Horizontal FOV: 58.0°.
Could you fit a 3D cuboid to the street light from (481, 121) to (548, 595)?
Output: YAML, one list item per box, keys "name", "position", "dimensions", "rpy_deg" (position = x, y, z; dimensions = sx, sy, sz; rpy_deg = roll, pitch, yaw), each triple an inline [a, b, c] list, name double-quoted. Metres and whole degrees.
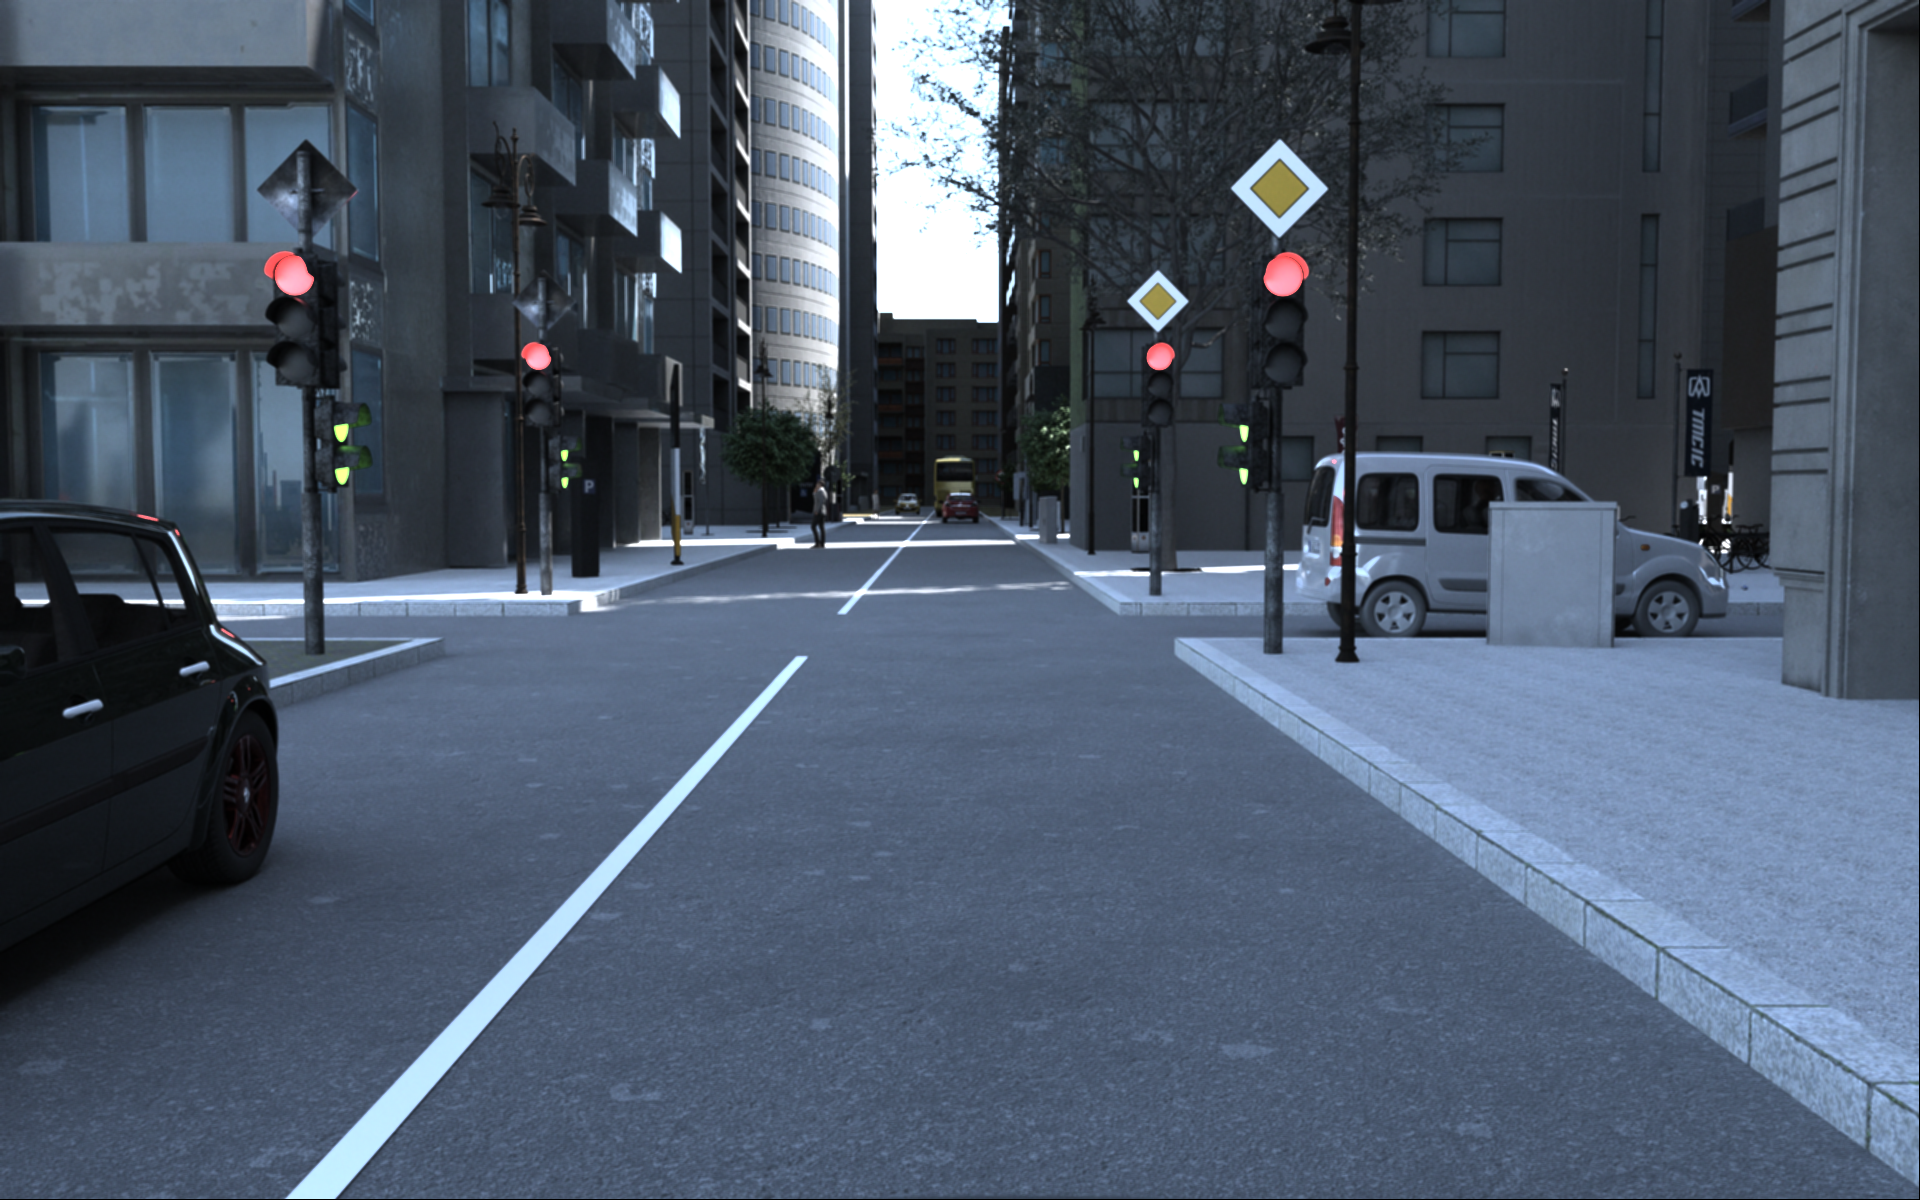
- name: "street light"
  position: [-5.614, -3.010, 22.001]
  dimensions: [0.468, 5.910, 1.993]
  rpy_deg: [0, 4, 0]

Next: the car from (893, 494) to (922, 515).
- name: "car"
  position: [-3.675, -6.829, 121.872]
  dimensions: [2.015, 1.641, 3.980]
  rpy_deg: [0, 4, -1]

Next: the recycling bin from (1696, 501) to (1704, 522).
- name: "recycling bin"
  position: [27.158, -3.177, 64.500]
  dimensions: [0.722, 1.027, 0.722]
  rpy_deg: [-2, 4, -28]

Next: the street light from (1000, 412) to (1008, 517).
- name: "street light"
  position: [2.435, -7.534, 95.975]
  dimensions: [0.468, 5.910, 1.993]
  rpy_deg: [0, 4, 0]

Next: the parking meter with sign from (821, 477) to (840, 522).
- name: "parking meter with sign"
  position: [-6.339, -5.064, 79.051]
  dimensions: [1.738, 3.016, 0.543]
  rpy_deg: [1, 4, 15]

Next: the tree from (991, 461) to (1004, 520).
- name: "tree"
  position: [2.379, -5.633, 86.707]
  dimensions: [1.663, 3.219, 1.824]
  rpy_deg: [0, 3, 0]

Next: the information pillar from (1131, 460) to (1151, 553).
- name: "information pillar"
  position: [3.917, -2.022, 37.546]
  dimensions: [0.304, 2.012, 0.304]
  rpy_deg: [-1, 4, -23]

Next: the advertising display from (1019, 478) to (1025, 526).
- name: "advertising display"
  position: [2.463, -3.896, 68.907]
  dimensions: [0.123, 1.923, 0.974]
  rpy_deg: [0, 4, 7]

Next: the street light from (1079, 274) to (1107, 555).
- name: "street light"
  position: [2.789, -3.900, 36.557]
  dimensions: [0.468, 5.910, 1.993]
  rpy_deg: [0, 4, 0]

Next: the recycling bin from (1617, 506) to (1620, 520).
- name: "recycling bin"
  position: [34.224, -4.694, 89.305]
  dimensions: [0.722, 1.027, 0.722]
  rpy_deg: [1, 4, 12]

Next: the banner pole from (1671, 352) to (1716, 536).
- name: "banner pole"
  position: [12.862, -2.481, 30.576]
  dimensions: [0.863, 3.779, 0.401]
  rpy_deg: [0, 4, 1]

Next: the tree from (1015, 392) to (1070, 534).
- name: "tree"
  position: [3.400, -4.435, 56.233]
  dimensions: [4.285, 4.588, 4.351]
  rpy_deg: [0, 3, 0]

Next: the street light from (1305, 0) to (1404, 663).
- name: "street light"
  position: [2.966, -2.465, 13.088]
  dimensions: [0.468, 5.910, 1.993]
  rpy_deg: [0, 4, 0]

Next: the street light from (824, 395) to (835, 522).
- name: "street light"
  position: [-6.077, -6.609, 80.850]
  dimensions: [0.468, 5.910, 1.993]
  rpy_deg: [0, 4, 0]

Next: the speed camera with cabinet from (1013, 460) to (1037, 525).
- name: "speed camera with cabinet"
  position: [2.722, -4.771, 72.333]
  dimensions: [0.660, 3.252, 2.038]
  rpy_deg: [1, 4, 16]

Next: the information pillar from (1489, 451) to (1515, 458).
- name: "information pillar"
  position: [9.291, -1.545, 29.752]
  dimensions: [0.304, 2.012, 0.304]
  rpy_deg: [-2, 4, -35]

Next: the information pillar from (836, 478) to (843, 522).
- name: "information pillar"
  position: [-5.591, -4.633, 80.248]
  dimensions: [0.304, 2.012, 0.304]
  rpy_deg: [0, 4, -1]

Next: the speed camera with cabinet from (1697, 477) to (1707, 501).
- name: "speed camera with cabinet"
  position: [35.293, -5.415, 82.877]
  dimensions: [0.660, 3.252, 2.038]
  rpy_deg: [2, 4, 30]

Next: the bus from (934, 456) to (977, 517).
- name: "bus"
  position: [-0.298, -7.336, 111.494]
  dimensions: [2.896, 3.916, 12.252]
  rpy_deg: [0, 4, 0]

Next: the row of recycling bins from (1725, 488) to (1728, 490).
- name: "row of recycling bins"
  position: [42.041, -5.234, 92.681]
  dimensions: [1.069, 1.692, 3.534]
  rpy_deg: [0, 4, -7]

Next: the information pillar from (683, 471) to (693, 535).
- name: "information pillar"
  position: [-8.620, -3.083, 54.905]
  dimensions: [0.304, 2.012, 0.304]
  rpy_deg: [-1, 4, -9]

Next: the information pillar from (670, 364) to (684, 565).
- name: "information pillar"
  position: [-5.165, -2.451, 31.429]
  dimensions: [0.183, 3.616, 0.504]
  rpy_deg: [-1, 4, -19]

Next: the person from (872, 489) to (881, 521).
- name: "person"
  position: [-4.525, -5.156, 93.555]
  dimensions: [0.466, 1.731, 0.760]
  rpy_deg: [0, 4, 6]

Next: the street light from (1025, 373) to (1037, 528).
- name: "street light"
  position: [2.707, -5.700, 65.982]
  dimensions: [0.468, 5.910, 1.993]
  rpy_deg: [0, 4, 0]

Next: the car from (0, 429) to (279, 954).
- name: "car"
  position: [-3.435, 0.293, 5.000]
  dimensions: [2.009, 1.686, 4.222]
  rpy_deg: [0, 4, -1]

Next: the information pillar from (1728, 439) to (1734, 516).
- name: "information pillar"
  position: [29.590, -4.577, 66.195]
  dimensions: [0.183, 3.616, 0.504]
  rpy_deg: [-1, 4, -20]

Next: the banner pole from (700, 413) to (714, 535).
- name: "banner pole"
  position: [-7.964, -3.912, 53.985]
  dimensions: [0.401, 3.779, 0.863]
  rpy_deg: [-2, 4, -29]

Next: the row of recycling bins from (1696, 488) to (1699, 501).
- name: "row of recycling bins"
  position: [30.661, -4.058, 73.454]
  dimensions: [1.069, 1.692, 3.534]
  rpy_deg: [1, 4, 18]

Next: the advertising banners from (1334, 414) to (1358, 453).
- name: "advertising banners"
  position: [9.219, -2.552, 37.907]
  dimensions: [2.074, 3.025, 0.090]
  rpy_deg: [1, 4, 19]

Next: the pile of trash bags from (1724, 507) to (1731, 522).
- name: "pile of trash bags"
  position: [40.941, -4.769, 87.720]
  dimensions: [3.447, 1.369, 1.912]
  rpy_deg: [-1, 4, -14]

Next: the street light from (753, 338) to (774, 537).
- name: "street light"
  position: [-5.826, -4.810, 51.426]
  dimensions: [0.468, 5.910, 1.993]
  rpy_deg: [0, 4, 0]

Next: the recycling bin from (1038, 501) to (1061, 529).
- name: "recycling bin"
  position: [3.251, -3.082, 62.938]
  dimensions: [0.722, 1.027, 0.722]
  rpy_deg: [1, 4, 11]

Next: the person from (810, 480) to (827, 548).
- name: "person"
  position: [-3.770, -2.292, 46.150]
  dimensions: [0.473, 1.802, 0.592]
  rpy_deg: [1, 4, 22]

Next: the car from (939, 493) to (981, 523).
- name: "car"
  position: [0.007, -4.750, 86.705]
  dimensions: [2.155, 1.783, 4.494]
  rpy_deg: [0, 4, -1]

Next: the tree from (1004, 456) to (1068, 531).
- name: "tree"
  position: [2.851, -4.036, 60.590]
  dimensions: [1.663, 3.219, 1.824]
  rpy_deg: [0, 3, 0]

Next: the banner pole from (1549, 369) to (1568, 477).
- name: "banner pole"
  position: [11.942, -2.727, 34.596]
  dimensions: [0.401, 3.779, 0.863]
  rpy_deg: [3, 5, 44]
